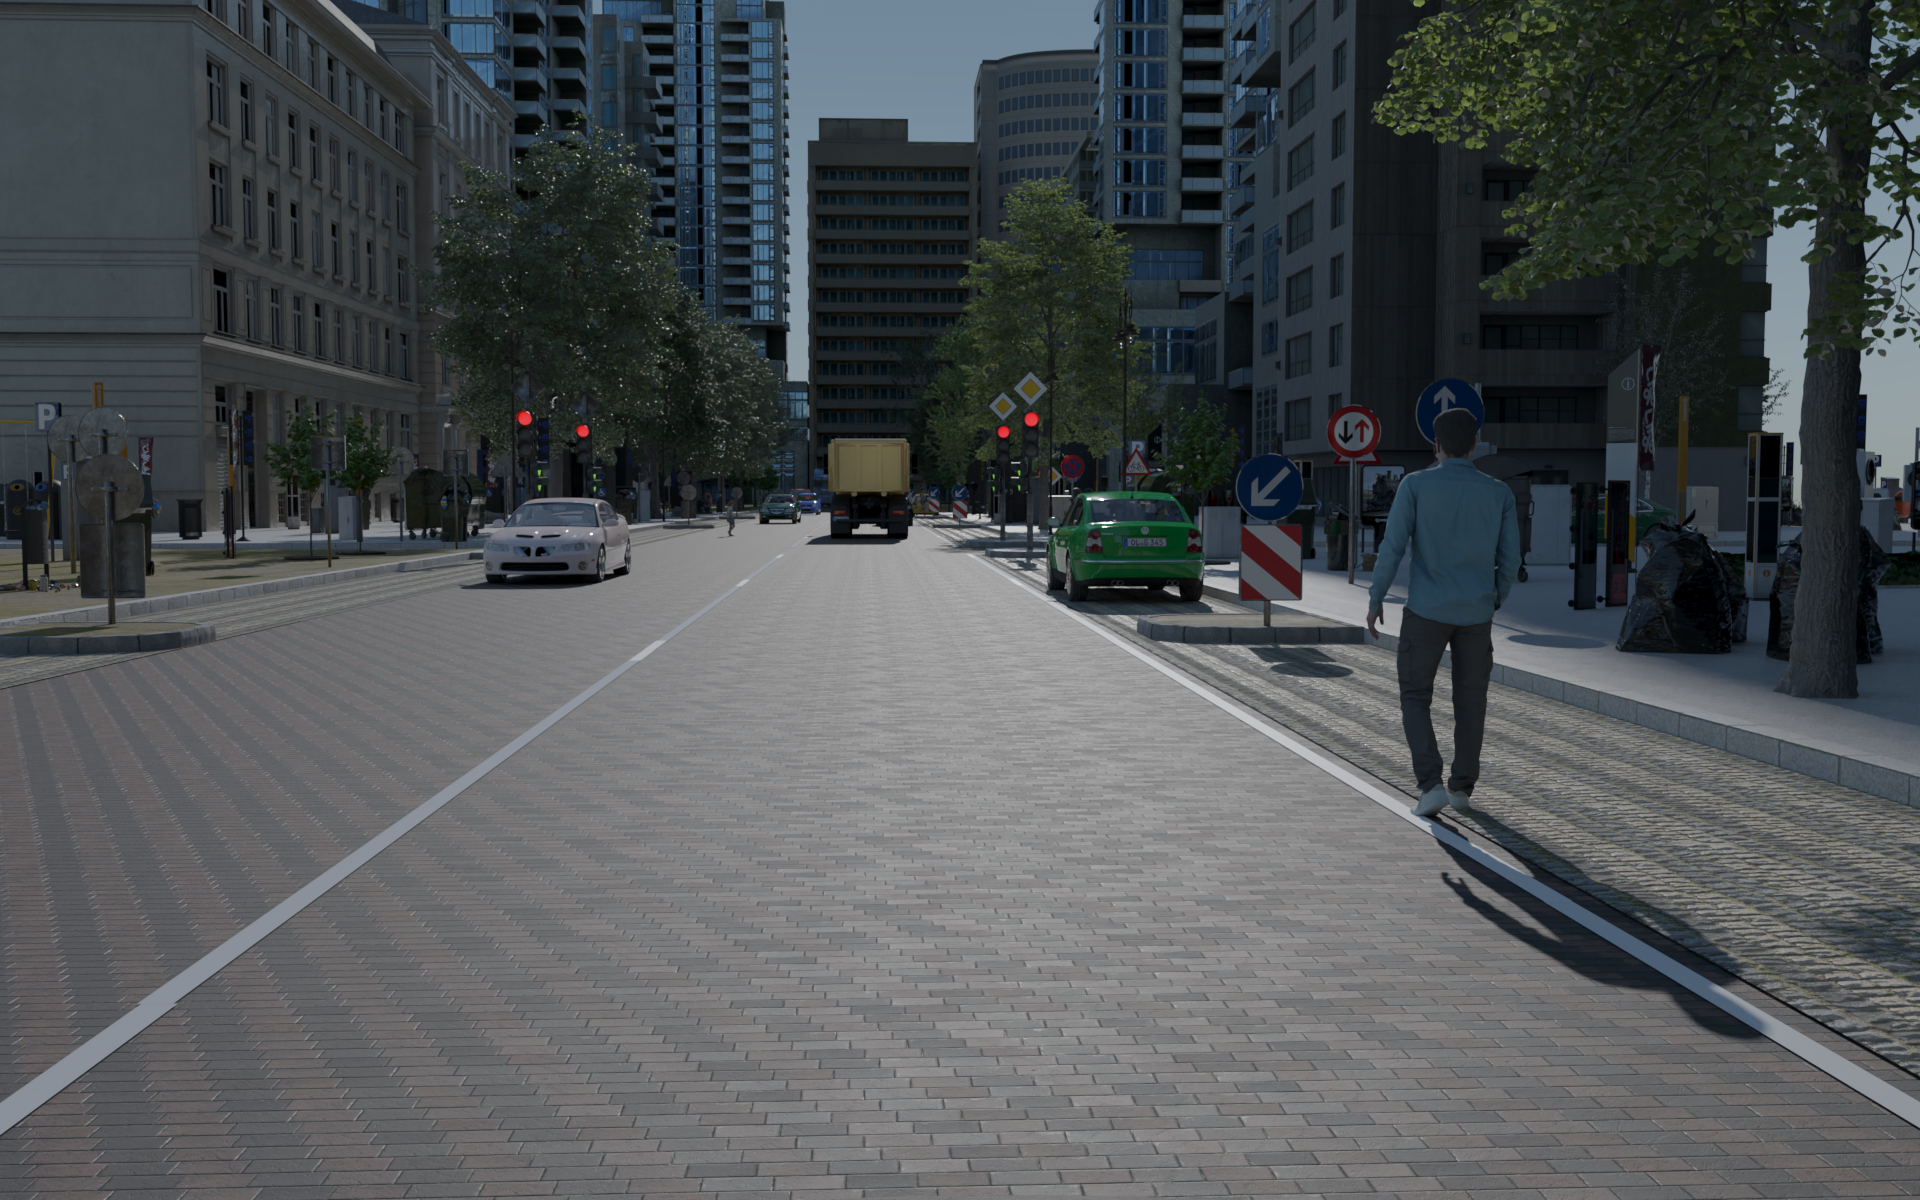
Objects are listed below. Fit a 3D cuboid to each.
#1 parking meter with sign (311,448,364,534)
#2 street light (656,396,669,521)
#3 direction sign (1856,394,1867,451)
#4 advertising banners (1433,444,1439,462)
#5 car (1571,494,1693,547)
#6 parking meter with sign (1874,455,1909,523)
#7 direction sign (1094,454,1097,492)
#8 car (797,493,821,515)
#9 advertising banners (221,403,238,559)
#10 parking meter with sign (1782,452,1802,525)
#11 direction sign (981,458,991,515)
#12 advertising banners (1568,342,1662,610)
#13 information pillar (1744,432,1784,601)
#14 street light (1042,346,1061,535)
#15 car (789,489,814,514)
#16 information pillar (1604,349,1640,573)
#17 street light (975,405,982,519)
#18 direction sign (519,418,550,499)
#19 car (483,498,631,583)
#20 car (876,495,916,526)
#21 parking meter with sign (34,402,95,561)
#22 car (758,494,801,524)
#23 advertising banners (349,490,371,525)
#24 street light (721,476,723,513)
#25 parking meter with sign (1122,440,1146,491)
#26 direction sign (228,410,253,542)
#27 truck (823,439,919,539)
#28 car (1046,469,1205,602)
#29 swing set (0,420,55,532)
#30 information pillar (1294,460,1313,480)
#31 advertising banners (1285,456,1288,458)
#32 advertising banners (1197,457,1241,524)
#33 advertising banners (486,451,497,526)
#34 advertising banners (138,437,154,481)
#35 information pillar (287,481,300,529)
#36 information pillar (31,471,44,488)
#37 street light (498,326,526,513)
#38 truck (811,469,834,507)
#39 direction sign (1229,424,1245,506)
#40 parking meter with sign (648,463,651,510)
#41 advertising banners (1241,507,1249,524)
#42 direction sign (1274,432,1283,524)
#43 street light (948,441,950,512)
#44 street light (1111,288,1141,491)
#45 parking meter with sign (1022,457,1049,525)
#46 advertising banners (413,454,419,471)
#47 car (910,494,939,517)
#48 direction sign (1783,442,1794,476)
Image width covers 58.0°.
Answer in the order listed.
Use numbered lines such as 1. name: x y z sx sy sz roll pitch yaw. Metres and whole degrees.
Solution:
1. parking meter with sign: -20.321 -3.680 56.428 1.738 3.016 0.543 0 4 6
2. street light: -13.995 -6.658 81.648 0.468 5.910 1.993 0 4 -3
3. direction sign: 20.101 -2.895 39.326 0.876 3.537 0.379 0 4 0
4. advertising banners: 15.083 -3.402 51.813 2.074 3.025 0.090 3 4 37
5. car: 16.325 -2.016 44.752 4.920 1.459 2.131 0 4 -4
6. parking meter with sign: 41.310 -4.932 76.893 1.738 3.016 0.543 -1 4 -16
7. direction sign: 7.676 -6.492 98.143 0.379 3.537 0.876 1 4 10
8. car: -10.500 -6.710 119.297 1.945 1.707 3.694 0 4 -2
9. advertising banners: -14.487 -2.335 34.368 0.090 3.025 2.074 -2 4 -30
10. parking meter with sign: 33.889 -4.590 71.300 0.543 3.016 1.738 -3 5 -40
11. direction sign: 1.594 -7.141 108.746 0.876 3.537 0.379 2 4 28
12. advertising banners: 7.474 -1.436 19.672 2.074 3.025 0.090 -3 5 -43
13. information pillar: 9.661 -0.999 20.823 0.304 2.012 0.304 0 4 4
14. street light: 2.852 -4.986 54.313 0.468 5.910 1.993 0 4 -3
15. car: -11.830 -7.315 128.268 2.281 1.827 5.304 0 4 -5
16. information pillar: 10.795 -2.255 28.217 0.504 3.616 0.183 3 4 38
17. street light: 1.022 -7.077 88.503 0.468 5.910 1.993 0 4 -3
18. direction sign: -12.600 -3.626 51.280 0.876 3.537 0.379 -1 4 -18
19. car: -6.761 -1.045 29.443 2.083 1.381 4.827 0 4 -2
20. car: -3.016 -4.243 79.167 2.009 1.686 4.222 0 4 -3
21. parking meter with sign: -17.092 -2.293 33.748 0.543 3.016 1.738 1 4 15
22. car: -8.791 -4.465 84.803 2.131 1.459 4.920 0 4 -2
23. advertising banners: -24.625 -4.498 69.737 0.090 3.025 2.074 2 4 33
24. street light: -15.920 -8.730 115.522 0.468 5.910 1.993 0 4 -3
25. parking meter with sign: 5.470 -3.634 55.676 0.543 3.016 1.738 1 4 23
26. direction sign: -19.421 -3.354 46.841 0.379 3.537 0.876 1 4 18
27. truck: -3.077 -3.877 59.318 3.469 3.379 9.791 0 4 -3
28. car: 2.249 -0.952 24.362 1.959 1.807 4.718 0 4 -3
29. swing set: -20.655 -2.378 36.506 3.119 2.851 2.862 -3 5 -41
30. information pillar: 7.409 -2.015 37.430 0.304 2.012 0.304 -1 4 -19
31. advertising banners: 14.559 -4.777 74.286 2.074 3.025 0.090 1 4 17
32. advertising banners: 7.657 -3.425 52.189 0.090 3.025 2.074 -2 4 -31
33. advertising banners: -19.632 -4.521 70.111 2.074 3.025 0.090 1 4 12
34. advertising banners: -25.703 -3.493 53.305 2.074 3.025 0.090 1 4 11
35. information pillar: -24.214 -3.571 62.877 0.304 2.012 0.304 2 4 34
36. information pillar: -28.989 -3.057 54.474 0.304 2.012 0.304 -3 4 -37
37. street light: -12.320 -4.586 47.761 0.468 5.910 1.993 0 4 -3
38. truck: -14.709 -12.189 189.045 2.967 4.110 18.799 0 4 -5
39. direction sign: 9.016 -3.944 56.478 0.379 3.537 0.876 -2 4 -25
40. parking meter with sign: -17.401 -6.158 96.937 0.543 3.016 1.738 0 4 5
41. advertising banners: 10.183 -4.256 65.780 2.074 3.025 0.090 -2 4 -33
42. direction sign: 11.770 -4.409 64.087 0.379 3.537 0.876 0 4 -8
43. street light: -0.768 -9.158 122.516 0.468 5.910 1.993 0 4 -3
44. street light: 3.721 -4.054 39.074 0.468 5.910 1.993 0 4 -3
45. parking meter with sign: 3.345 -4.643 72.180 0.543 3.016 1.738 -3 4 -36
46. advertising banners: -23.403 -4.886 76.081 0.090 3.025 2.074 1 4 23
47. car: -2.262 -5.987 108.107 2.015 1.641 3.980 0 4 -5
48. direction sign: 35.920 -5.111 75.554 0.379 3.537 0.876 -2 4 -32
